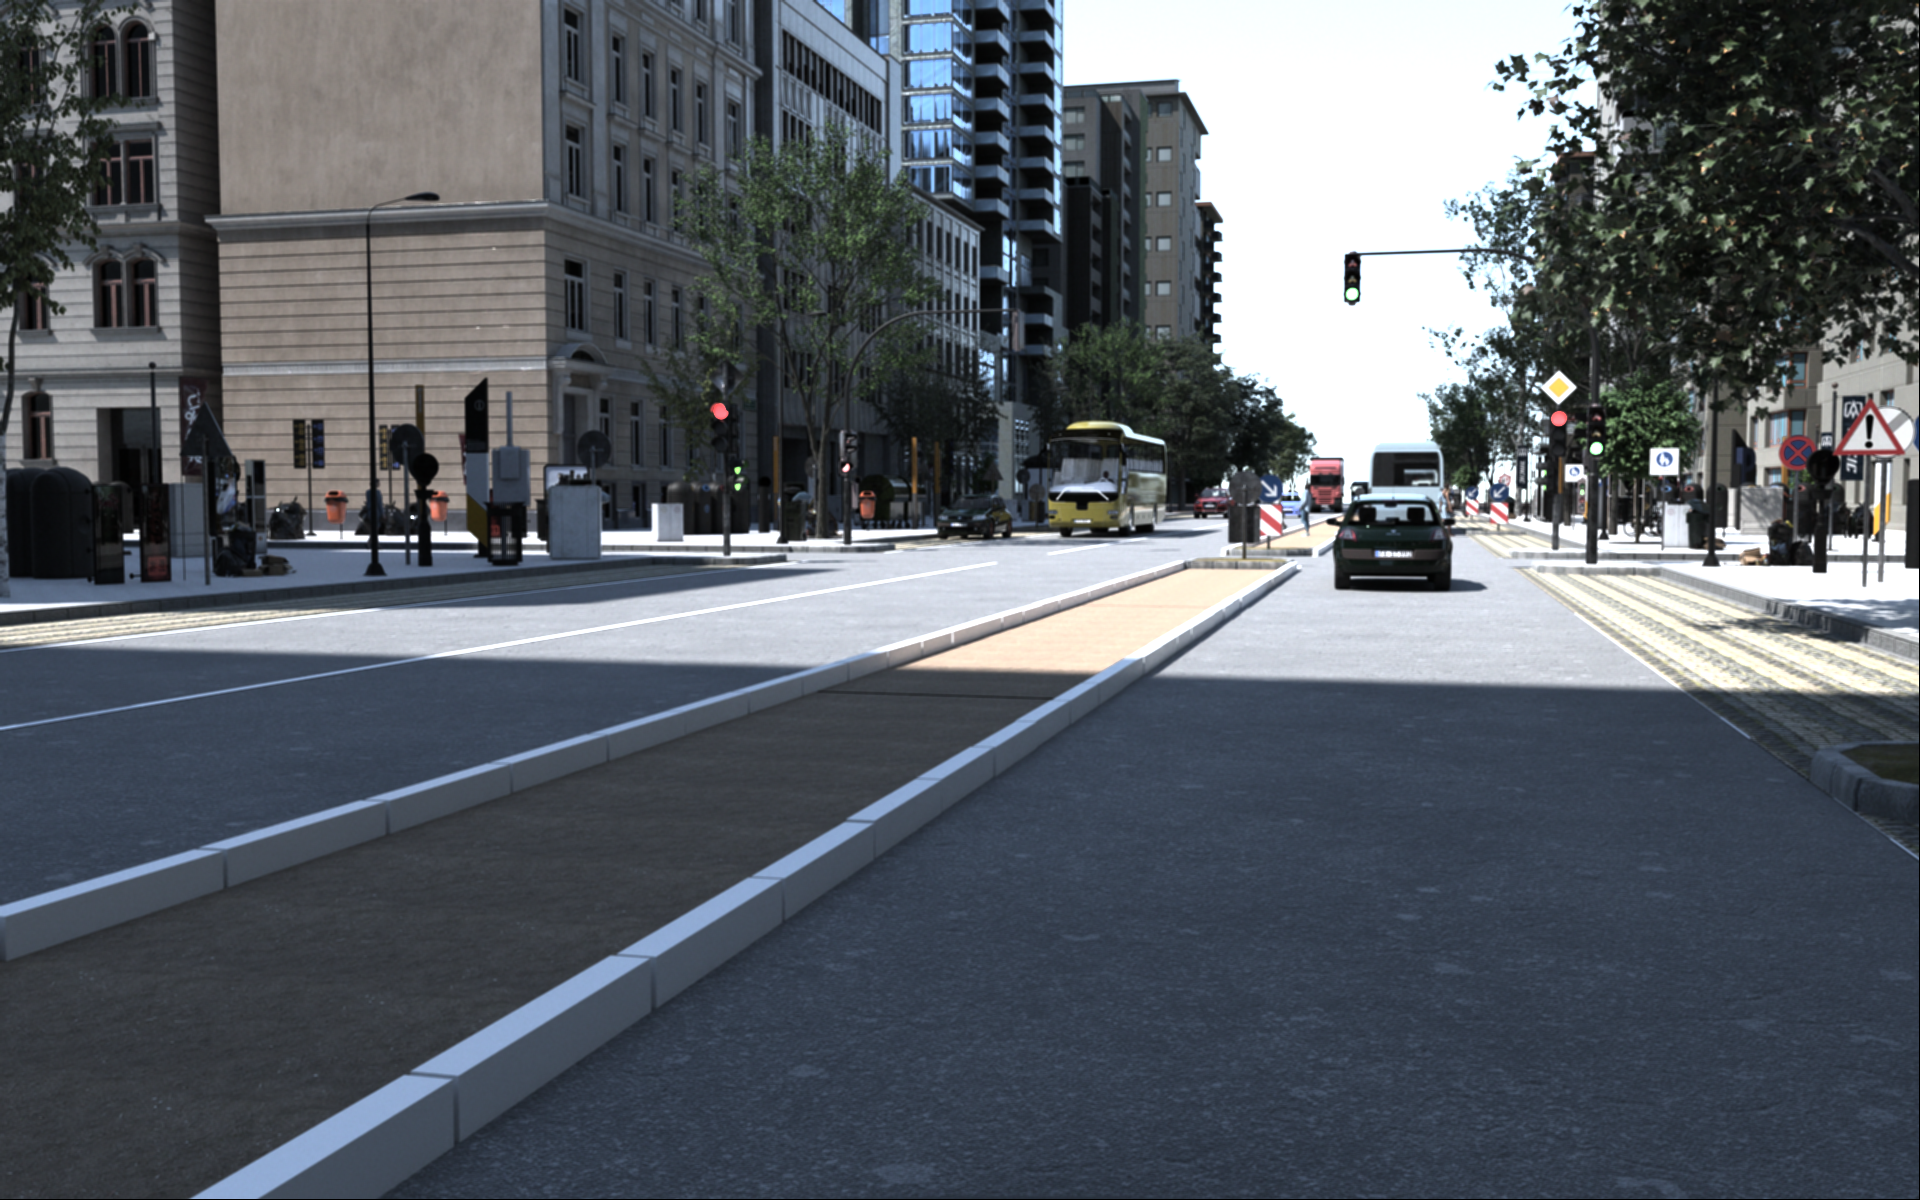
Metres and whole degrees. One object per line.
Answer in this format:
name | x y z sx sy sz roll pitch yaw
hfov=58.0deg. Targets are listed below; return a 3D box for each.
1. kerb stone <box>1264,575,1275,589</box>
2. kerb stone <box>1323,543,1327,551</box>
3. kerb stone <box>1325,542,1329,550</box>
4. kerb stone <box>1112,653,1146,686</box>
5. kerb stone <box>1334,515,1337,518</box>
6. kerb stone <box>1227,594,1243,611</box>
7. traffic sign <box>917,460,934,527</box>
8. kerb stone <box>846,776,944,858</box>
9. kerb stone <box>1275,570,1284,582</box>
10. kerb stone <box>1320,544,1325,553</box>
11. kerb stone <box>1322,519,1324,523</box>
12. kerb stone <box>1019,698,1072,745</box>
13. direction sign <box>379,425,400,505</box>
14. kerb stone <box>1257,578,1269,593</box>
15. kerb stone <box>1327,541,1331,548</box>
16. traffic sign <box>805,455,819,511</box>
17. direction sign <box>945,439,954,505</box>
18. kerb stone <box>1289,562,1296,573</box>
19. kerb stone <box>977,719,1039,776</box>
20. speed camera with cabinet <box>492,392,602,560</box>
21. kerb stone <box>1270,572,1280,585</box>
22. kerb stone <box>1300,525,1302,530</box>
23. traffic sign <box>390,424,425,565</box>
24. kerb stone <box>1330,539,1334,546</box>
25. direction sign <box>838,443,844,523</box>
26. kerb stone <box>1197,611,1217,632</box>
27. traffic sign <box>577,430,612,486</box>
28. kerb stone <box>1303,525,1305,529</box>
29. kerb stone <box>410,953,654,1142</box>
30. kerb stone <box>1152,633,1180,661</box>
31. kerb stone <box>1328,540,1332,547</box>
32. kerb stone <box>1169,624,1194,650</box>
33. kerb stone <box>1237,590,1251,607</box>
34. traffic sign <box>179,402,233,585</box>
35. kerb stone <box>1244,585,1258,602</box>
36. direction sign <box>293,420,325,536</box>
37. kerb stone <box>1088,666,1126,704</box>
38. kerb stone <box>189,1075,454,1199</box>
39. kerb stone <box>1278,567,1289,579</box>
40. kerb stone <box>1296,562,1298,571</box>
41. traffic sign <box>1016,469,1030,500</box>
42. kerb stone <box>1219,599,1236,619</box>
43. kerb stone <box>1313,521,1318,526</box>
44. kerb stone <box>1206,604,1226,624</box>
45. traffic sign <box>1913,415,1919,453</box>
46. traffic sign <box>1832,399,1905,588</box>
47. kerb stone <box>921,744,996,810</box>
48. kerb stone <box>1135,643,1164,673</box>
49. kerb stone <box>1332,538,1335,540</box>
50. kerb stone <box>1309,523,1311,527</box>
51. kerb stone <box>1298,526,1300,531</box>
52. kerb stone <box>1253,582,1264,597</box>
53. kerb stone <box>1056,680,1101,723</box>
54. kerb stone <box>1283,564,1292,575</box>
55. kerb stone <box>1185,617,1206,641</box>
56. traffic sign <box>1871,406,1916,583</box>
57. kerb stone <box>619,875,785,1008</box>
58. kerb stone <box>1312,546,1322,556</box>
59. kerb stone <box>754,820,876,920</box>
kerb stone | 4.612 -0.241 26.132 0.120 0.150 1.000 1 4 14
kerb stone | 8.867 -1.239 42.566 0.120 0.150 1.000 1 4 14
kerb stone | 9.130 -1.301 43.554 0.120 0.150 1.000 1 4 14
kerb stone | 1.267 0.549 13.248 0.120 0.150 1.000 1 4 14
kerb stone | 21.226 -4.676 98.641 0.120 0.150 1.000 1 4 14
kerb stone | 3.317 0.062 21.181 0.120 0.150 1.000 1 4 14
traffic sign | -1.434 -4.080 66.712 0.884 2.594 0.081 1 4 20
kerb stone | -0.266 0.911 7.305 0.120 0.150 1.000 1 4 14
kerb stone | 5.131 -0.357 28.119 0.120 0.150 1.000 1 4 14
kerb stone | 8.609 -1.184 41.557 0.120 0.150 1.000 1 4 14
kerb stone | 17.376 -3.764 83.757 0.120 0.150 1.000 1 4 14
kerb stone | 0.496 0.729 10.276 0.120 0.150 1.000 1 4 14
direction sign | -18.656 -3.958 56.708 0.876 3.537 0.379 2 4 28
kerb stone | 4.354 -0.180 25.143 0.120 0.150 1.000 1 4 14
kerb stone | 9.384 -1.362 44.549 0.120 0.150 1.000 1 4 14
traffic sign | -4.776 -3.477 56.952 0.768 2.556 0.104 1 4 21
direction sign | -0.437 -4.848 71.263 0.379 3.537 0.876 -1 4 -22
kerb stone | 5.893 -0.544 31.094 0.120 0.150 1.000 1 4 14
kerb stone | 0.248 0.790 9.284 0.120 0.150 1.000 1 4 14
speed camera with cabinet | -8.070 -2.419 33.881 2.038 3.252 0.660 -1 4 -8
kerb stone | 4.877 -0.302 27.126 0.120 0.150 1.000 1 4 14
kerb stone | 12.997 -2.729 66.864 0.120 0.150 1.000 1 4 14
traffic sign | -10.034 -1.915 31.408 0.768 2.556 0.104 1 4 22
kerb stone | 9.900 -1.486 46.526 0.120 0.150 1.000 1 4 14
direction sign | -5.199 -5.184 76.756 0.379 3.537 0.876 1 4 21
kerb stone | 2.560 0.246 18.209 0.120 0.150 1.000 1 4 14
traffic sign | -7.295 -2.104 34.511 0.768 2.556 0.104 1 4 17
kerb stone | 13.516 -2.853 68.844 0.120 0.150 1.000 1 4 14
kerb stone | -1.038 1.093 4.321 0.120 0.150 1.000 1 4 14
kerb stone | 1.786 0.426 15.226 0.120 0.150 1.000 1 4 14
kerb stone | 9.637 -1.425 45.539 0.120 0.150 1.000 1 4 14
kerb stone | 2.044 0.365 16.223 0.120 0.150 1.000 1 4 14
kerb stone | 3.590 0.002 22.168 0.120 0.150 1.000 1 4 14
traffic sign | -10.622 -1.491 24.384 0.884 2.594 0.081 1 4 16
kerb stone | 3.845 -0.059 23.158 0.120 0.150 1.000 1 4 14
direction sign | -19.850 -3.723 52.864 0.876 3.537 0.379 -1 4 -14
kerb stone | 1.016 0.608 12.257 0.120 0.150 1.000 1 4 14
kerb stone | -1.294 1.154 3.331 0.120 0.150 1.000 1 4 14
kerb stone | 5.387 -0.423 29.111 0.120 0.150 1.000 1 4 14
kerb stone | 6.160 -0.604 32.080 0.120 0.150 1.000 1 4 14
traffic sign | 3.165 -5.333 87.305 0.768 2.556 0.104 1 4 22
kerb stone | 3.074 0.123 20.188 0.120 0.150 1.000 1 4 14
kerb stone | 16.094 -3.461 78.785 0.120 0.150 1.000 1 4 14
kerb stone | 2.808 0.183 19.200 0.120 0.150 1.000 1 4 14
traffic sign | 14.333 -1.546 25.386 0.768 2.556 0.104 1 4 21
traffic sign | 12.417 -1.450 23.709 0.884 2.594 0.081 1 4 21
kerb stone | -0.014 0.850 8.295 0.120 0.150 1.000 1 4 14
kerb stone | 1.531 0.489 14.236 0.120 0.150 1.000 1 4 14
kerb stone | 10.153 -1.549 47.523 0.120 0.150 1.000 1 4 14
kerb stone | 14.551 -3.091 72.822 0.120 0.150 1.000 1 4 14
kerb stone | 12.743 -2.670 65.866 0.120 0.150 1.000 1 4 14
kerb stone | 4.104 -0.119 24.149 0.120 0.150 1.000 1 4 14
kerb stone | 0.757 0.669 11.265 0.120 0.150 1.000 1 4 14
kerb stone | 5.638 -0.484 30.102 0.120 0.150 1.000 1 4 14
kerb stone | 2.305 0.305 17.217 0.120 0.150 1.000 1 4 14
traffic sign | 13.349 -1.525 25.038 0.768 2.556 0.104 1 4 18
kerb stone | -0.777 1.036 5.318 0.120 0.150 1.000 1 4 14
kerb stone | 8.345 -1.120 40.564 0.120 0.150 1.000 1 4 14
kerb stone | -0.521 0.978 6.313 0.120 0.150 1.000 1 4 14
